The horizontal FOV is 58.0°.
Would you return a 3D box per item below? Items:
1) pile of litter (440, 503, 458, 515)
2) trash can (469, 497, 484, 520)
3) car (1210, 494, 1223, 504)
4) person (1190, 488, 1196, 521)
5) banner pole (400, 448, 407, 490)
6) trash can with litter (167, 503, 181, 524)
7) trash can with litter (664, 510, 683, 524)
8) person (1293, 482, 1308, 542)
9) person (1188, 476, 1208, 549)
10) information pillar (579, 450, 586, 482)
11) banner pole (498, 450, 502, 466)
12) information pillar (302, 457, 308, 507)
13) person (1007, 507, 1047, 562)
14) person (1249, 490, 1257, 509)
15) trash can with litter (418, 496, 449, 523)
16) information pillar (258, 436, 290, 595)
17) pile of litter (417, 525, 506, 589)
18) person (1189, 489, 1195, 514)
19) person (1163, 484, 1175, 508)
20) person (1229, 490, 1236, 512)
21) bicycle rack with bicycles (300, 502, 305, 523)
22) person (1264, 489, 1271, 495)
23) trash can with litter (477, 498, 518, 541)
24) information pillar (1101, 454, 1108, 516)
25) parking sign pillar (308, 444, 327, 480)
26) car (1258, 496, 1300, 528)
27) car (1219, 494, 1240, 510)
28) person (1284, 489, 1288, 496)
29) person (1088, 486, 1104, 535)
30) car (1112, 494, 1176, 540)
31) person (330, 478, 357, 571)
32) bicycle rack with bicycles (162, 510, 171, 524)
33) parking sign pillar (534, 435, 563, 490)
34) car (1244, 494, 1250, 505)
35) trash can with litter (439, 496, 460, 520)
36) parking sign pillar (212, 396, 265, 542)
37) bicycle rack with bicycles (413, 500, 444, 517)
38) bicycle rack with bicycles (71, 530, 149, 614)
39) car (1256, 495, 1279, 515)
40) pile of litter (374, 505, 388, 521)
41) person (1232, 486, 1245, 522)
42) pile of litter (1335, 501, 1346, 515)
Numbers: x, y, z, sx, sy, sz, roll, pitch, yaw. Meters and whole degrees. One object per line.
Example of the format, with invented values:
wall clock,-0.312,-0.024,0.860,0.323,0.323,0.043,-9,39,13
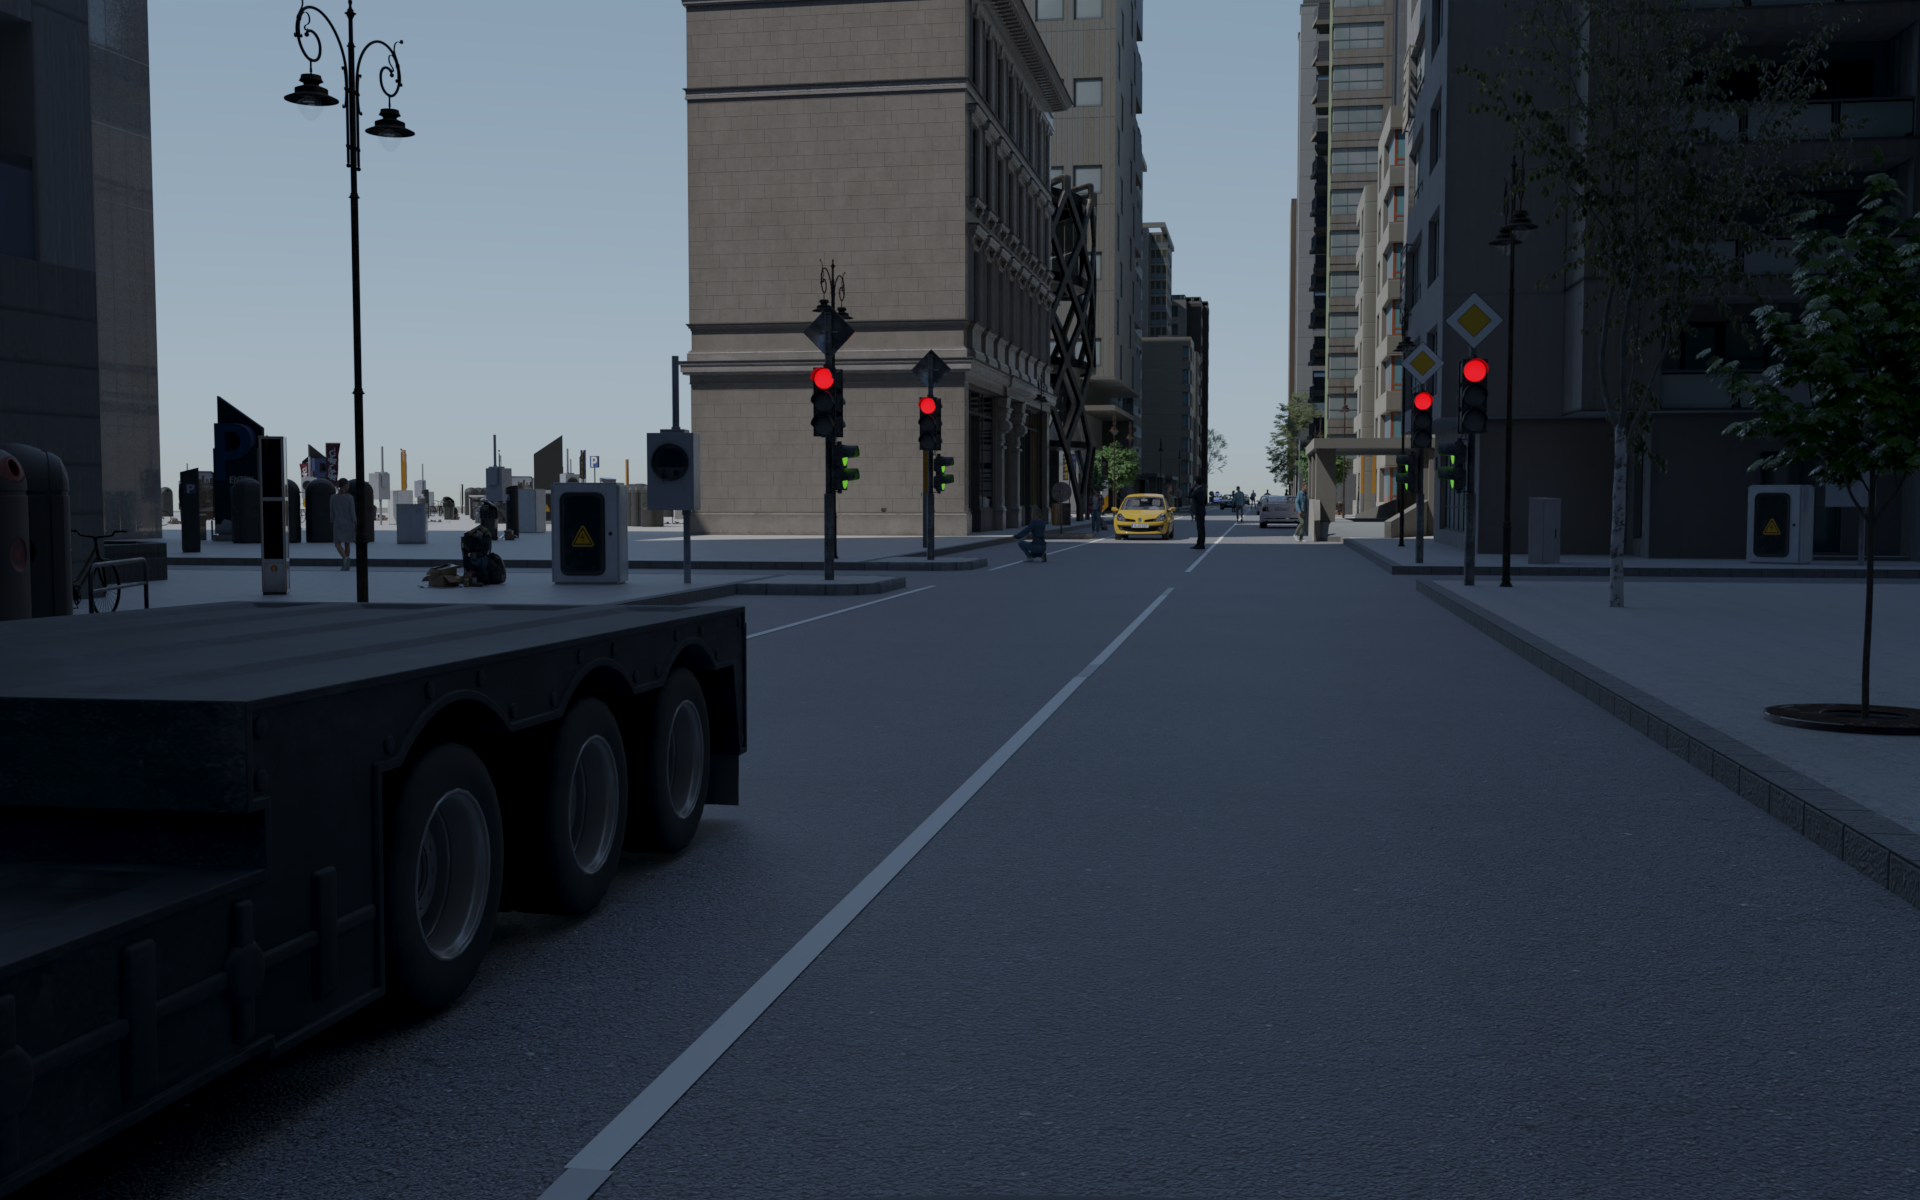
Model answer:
pile of litter,-32.045,-5.771,108.322,1.176,0.858,1.719,1,4,20
trash can,-23.684,-4.475,84.823,0.748,1.137,0.748,0,3,0
car,34.045,-13.434,229.236,1.945,1.707,3.694,1,4,12
person,12.489,-5.029,91.209,0.782,1.767,0.515,-1,4,-11
banner pole,-30.412,-6.403,94.703,0.401,3.779,0.863,-3,5,-44
trash can with litter,-33.134,-3.811,73.703,0.624,1.170,1.055,3,4,36
trash can with litter,-12.123,-3.821,73.525,2.233,1.210,1.678,1,4,15
person,10.203,-2.625,51.765,0.601,1.785,0.444,-3,5,-39
person,6.177,-2.276,45.070,0.474,1.900,0.648,1,4,17
information pillar,-19.776,-6.088,90.887,0.183,3.616,0.504,2,4,25
banner pole,-25.998,-6.603,97.976,0.401,3.779,0.863,0,4,-3
information pillar,-38.696,-6.805,102.617,0.504,3.616,0.183,-1,4,-14
person,1.452,-1.383,36.610,1.012,1.151,0.738,-3,5,-43
person,28.522,-9.802,168.629,0.709,1.838,0.599,-1,4,-11
trash can with litter,-24.101,-4.118,78.393,2.233,1.210,1.678,2,4,26
information pillar,-8.740,-1.076,22.081,0.304,2.012,0.304,-1,4,-14
pile of litter,-7.031,-0.632,24.295,1.176,0.858,1.719,2,4,24
person,16.682,-7.019,123.397,0.705,1.807,1.348,2,4,29
person,6.969,-2.977,57.719,0.362,1.759,0.519,-1,4,-17
person,21.648,-7.787,136.534,1.217,1.743,0.721,-2,4,-35
bicycle rack with bicycles,-29.906,-3.839,76.145,2.852,0.926,2.925,0,4,1
person,25.079,-8.112,141.217,1.350,1.814,0.705,2,4,24
trash can with litter,-12.816,-2.239,48.001,1.055,1.170,0.624,-2,4,-23
information pillar,8.534,-6.792,102.406,0.504,3.616,0.183,-2,4,-28
parking sign pillar,-34.612,-6.446,93.868,1.447,3.967,1.447,2,4,34
car,13.803,-3.781,74.188,2.083,1.381,4.827,1,4,11
car,24.828,-9.135,159.146,2.009,1.686,4.222,1,4,12
person,23.899,-7.216,126.619,0.705,1.807,1.348,1,4,22
person,4.781,-3.144,60.735,0.563,1.720,0.643,1,4,20
car,5.889,-2.750,55.184,2.015,1.641,3.980,1,4,10
person,-11.278,-1.377,31.763,0.466,1.731,0.760,-3,4,-36
bicycle rack with bicycles,-33.230,-3.396,68.904,2.925,0.926,2.852,-1,4,-10
parking sign pillar,-18.719,-5.527,78.832,1.447,3.967,1.447,-1,4,-9
car,36.131,-12.930,221.184,2.009,1.686,4.222,1,4,11
trash can with litter,-25.269,-4.555,85.855,0.624,1.170,1.055,1,4,15
parking sign pillar,-19.709,-3.602,47.366,1.447,3.967,1.447,0,4,8
bicycle rack with bicycles,-30.561,-5.292,99.900,2.852,0.926,2.925,1,4,20
bicycle rack with bicycles,-9.465,-0.232,17.174,2.852,0.926,2.925,-1,4,-8
car,21.435,-6.546,119.381,2.083,1.381,4.827,1,4,12
pile of litter,-28.156,-4.269,83.757,1.176,0.858,1.719,1,4,9
person,14.144,-4.862,87.861,0.638,1.841,0.748,0,4,8
pile of litter,22.894,-5.605,105.604,1.176,0.858,1.719,0,4,6
